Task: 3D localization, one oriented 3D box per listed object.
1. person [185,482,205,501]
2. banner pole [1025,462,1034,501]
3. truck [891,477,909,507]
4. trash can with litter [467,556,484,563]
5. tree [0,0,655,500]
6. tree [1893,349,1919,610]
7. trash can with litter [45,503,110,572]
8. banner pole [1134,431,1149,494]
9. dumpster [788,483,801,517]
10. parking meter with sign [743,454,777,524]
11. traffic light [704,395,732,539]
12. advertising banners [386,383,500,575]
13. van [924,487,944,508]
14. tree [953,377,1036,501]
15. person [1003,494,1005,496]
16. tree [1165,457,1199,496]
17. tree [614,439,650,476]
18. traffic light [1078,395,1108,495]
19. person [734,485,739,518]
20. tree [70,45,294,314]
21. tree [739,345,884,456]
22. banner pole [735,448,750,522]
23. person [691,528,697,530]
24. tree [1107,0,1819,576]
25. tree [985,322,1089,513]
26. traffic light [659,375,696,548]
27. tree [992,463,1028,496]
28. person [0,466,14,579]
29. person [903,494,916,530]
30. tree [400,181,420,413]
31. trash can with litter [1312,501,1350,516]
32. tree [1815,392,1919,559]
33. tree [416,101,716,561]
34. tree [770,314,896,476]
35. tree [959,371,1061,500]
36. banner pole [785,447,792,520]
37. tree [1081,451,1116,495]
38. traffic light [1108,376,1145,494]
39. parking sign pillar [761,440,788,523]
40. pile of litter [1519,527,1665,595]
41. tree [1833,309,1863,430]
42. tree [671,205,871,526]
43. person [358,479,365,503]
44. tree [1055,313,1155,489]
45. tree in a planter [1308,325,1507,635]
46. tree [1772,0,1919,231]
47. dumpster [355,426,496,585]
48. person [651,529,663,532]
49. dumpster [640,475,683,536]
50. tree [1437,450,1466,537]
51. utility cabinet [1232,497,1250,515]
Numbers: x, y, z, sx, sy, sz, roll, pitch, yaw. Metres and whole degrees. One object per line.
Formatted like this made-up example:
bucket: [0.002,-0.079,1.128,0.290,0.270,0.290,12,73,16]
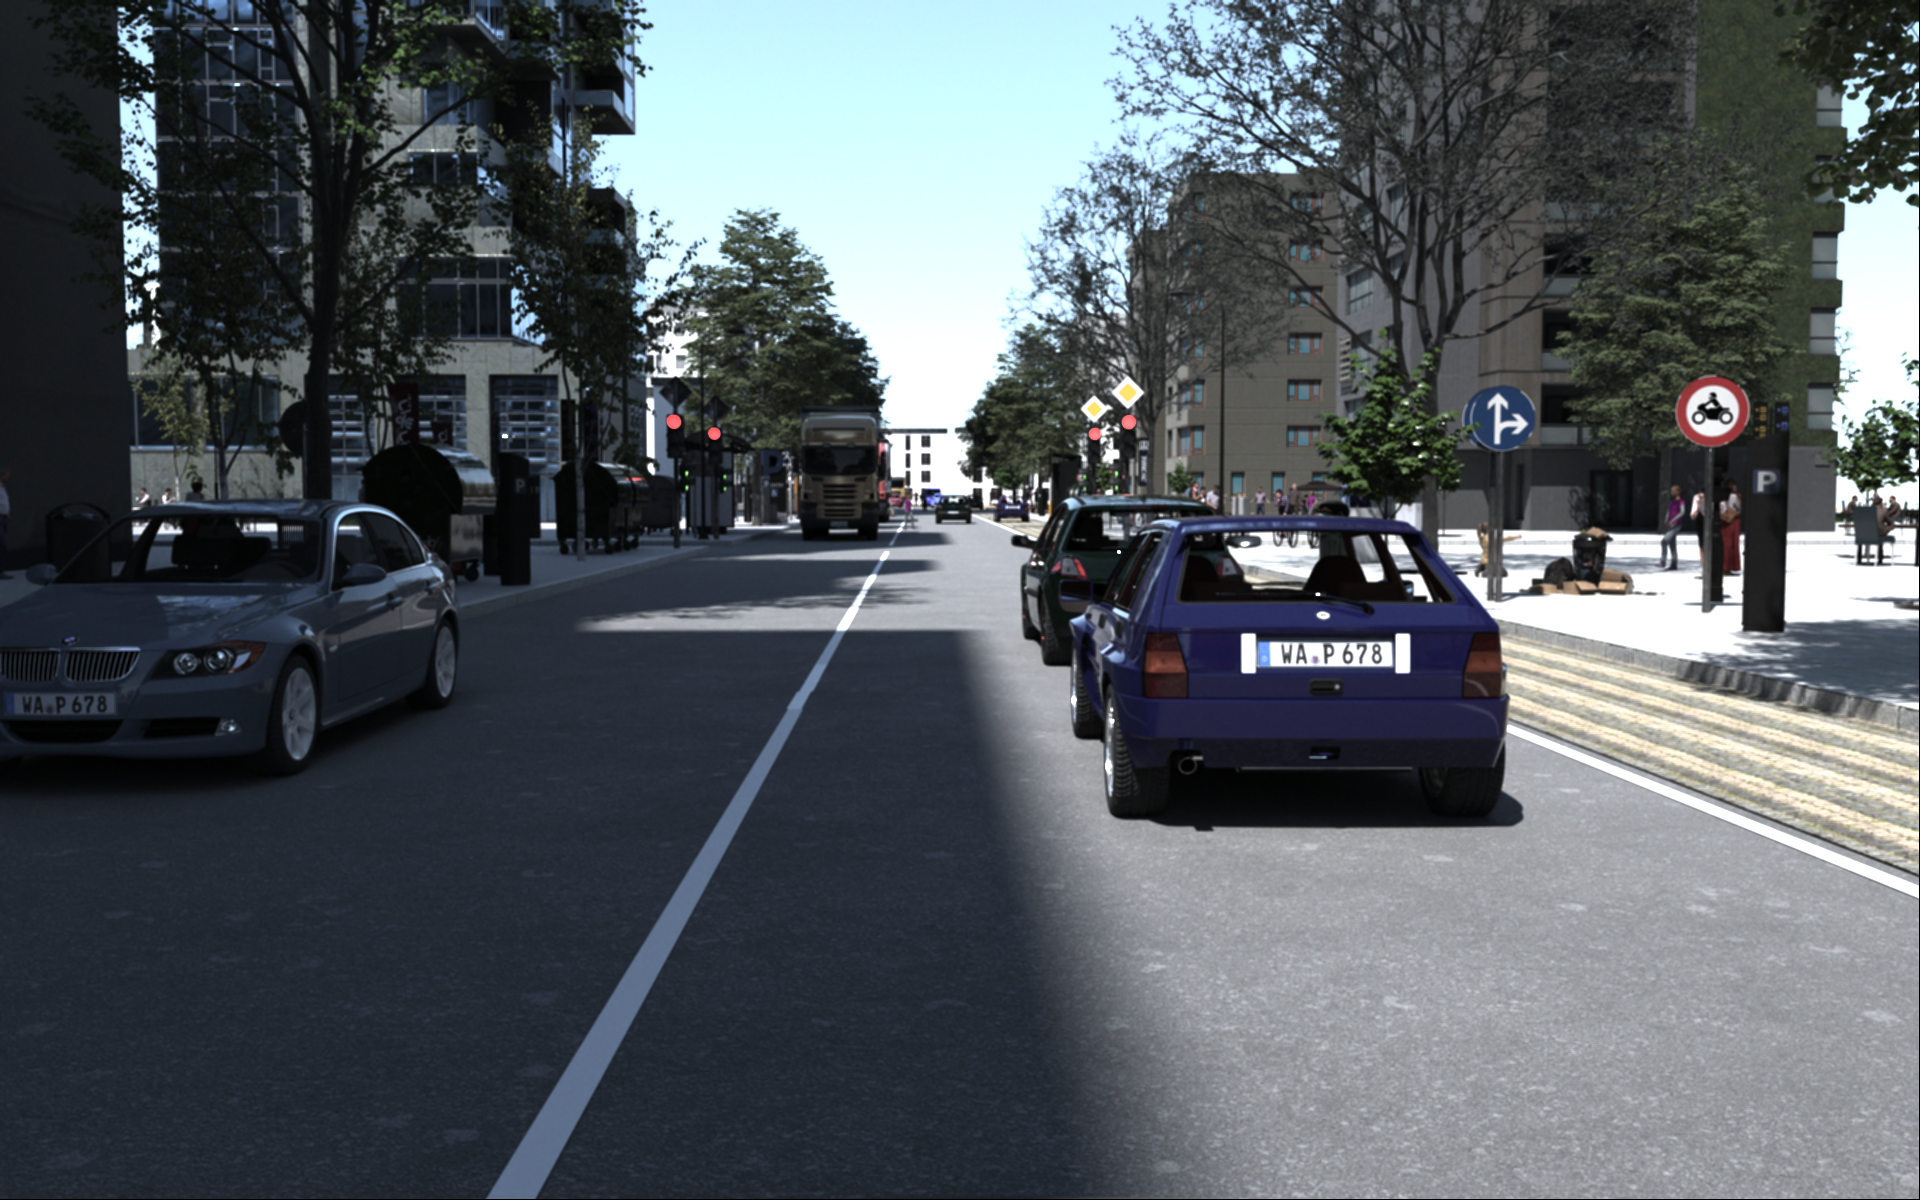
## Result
person: [-15.277,-1.593,34.564,0.523,1.526,0.387,-3,4,-37]
banner pole: [4.950,-8.223,124.471,0.863,3.779,0.401,1,4,16]
truck: [-7.436,-12.038,192.746,3.469,3.379,9.791,0,4,-3]
trash can with litter: [-8.936,-1.288,32.441,1.055,1.170,0.624,3,5,41]
tree: [-6.842,-5.676,18.557,9.928,11.665,9.643,0,3,0]
tree: [11.140,-1.513,19.335,1.663,3.219,1.824,0,3,0]
trash can with litter: [-7.422,-0.165,13.756,1.678,1.210,2.233,2,4,30]
banner pole: [7.036,-4.747,67.626,0.863,3.779,0.401,2,4,30]
dumpster: [-8.962,-5.406,94.145,1.264,1.857,1.865,0,4,-1]
parking meter with sign: [-8.583,-4.800,74.739,1.738,3.016,0.543,3,5,41]
traffic light: [-6.891,-3.676,49.019,0.839,4.253,0.868,0,4,-1]
advertising banners: [-8.002,-1.901,27.269,2.074,3.025,0.090,0,4,5]
van: [-2.794,-10.747,180.093,2.240,2.365,5.245,0,4,-1]
tree: [3.929,-15.258,166.468,9.611,12.733,9.660,0,3,0]
person: [2.799,-5.875,107.785,0.726,1.434,0.776,1,4,19]
tree: [11.462,-5.884,90.807,1.663,3.219,1.824,0,3,0]
tree: [-11.742,-4.047,60.762,1.663,3.219,1.824,0,3,0]
traffic light: [3.787,-3.692,49.278,0.839,4.253,0.868,0,4,-1]
person: [-12.167,-5.252,92.368,0.683,1.767,0.568,-3,5,-39]
tree: [-12.376,-4.798,28.810,4.737,8.622,4.395,0,3,0]
tree: [-8.989,-10.272,102.356,8.767,10.594,7.601,-2,4,-28]
banner pole: [-10.159,-5.537,80.539,0.863,3.779,0.401,-2,4,-31]
person: [-9.552,-3.206,62.367,0.340,1.345,0.435,2,4,25]
tree: [7.408,-7.153,27.317,12.009,13.543,11.850,0,3,0]
tree: [5.335,-12.033,114.862,7.486,12.596,7.792,0,3,0]
traffic light: [-6.710,-3.187,41.036,0.839,4.253,0.868,0,4,-1]
tree: [4.569,-10.661,158.022,4.285,4.588,4.351,0,3,0]
person: [-14.502,-1.178,26.235,0.436,1.711,0.756,0,4,-2]
person: [-1.947,-3.490,68.789,0.776,1.435,0.726,3,5,42]
tree: [-12.656,-5.330,37.503,4.737,8.622,4.395,0,3,0]
trash can with litter: [6.322,-1.106,29.475,0.624,1.170,1.055,1,4,16]
tree: [18.340,-2.453,34.712,1.663,3.219,1.824,0,3,0]
tree: [-7.085,-5.046,32.869,4.737,8.622,4.395,0,3,0]
tree: [-9.415,-13.320,124.441,9.857,13.997,8.962,0,3,0]
tree: [4.614,-12.083,131.976,7.601,10.594,8.767,-3,5,-40]
banner pole: [-8.373,-5.793,84.726,0.401,3.779,0.863,-2,4,-35]
tree: [6.257,-5.095,77.905,1.663,3.219,1.824,0,3,0]
traffic light: [3.969,-3.203,41.295,0.839,4.253,0.868,0,4,-1]
parking sign pillar: [-8.363,-5.409,76.905,1.447,3.967,1.447,-3,4,-38]
pile of litter: [8.162,-0.513,22.346,1.719,0.858,1.176,2,4,35]
tree: [32.580,-7.119,66.765,4.737,8.622,4.395,0,3,0]
tree: [-7.677,-9.207,68.661,7.486,12.596,7.792,0,3,0]
person: [-18.846,-2.980,55.304,0.750,1.759,0.617,-1,4,-17]
tree: [5.683,-7.369,70.840,4.360,8.622,3.978,0,3,0]
tree in a planter: [4.534,-1.294,18.380,1.991,3.239,1.994,0,4,-1]
tree: [6.891,-5.498,8.021,7.486,12.596,7.792,0,3,0]
dumpster: [-7.551,-1.348,24.541,1.502,2.255,1.985,0,4,-1]
person: [-10.339,-3.173,58.458,0.617,1.759,0.750,2,4,30]
dumpster: [-9.211,-2.891,53.032,1.264,1.857,1.865,0,4,-1]
tree: [14.703,-3.538,52.456,1.663,3.219,1.824,0,3,0]
utility cabinet: [6.723,-1.850,41.406,0.306,1.237,1.020,1,4,18]
